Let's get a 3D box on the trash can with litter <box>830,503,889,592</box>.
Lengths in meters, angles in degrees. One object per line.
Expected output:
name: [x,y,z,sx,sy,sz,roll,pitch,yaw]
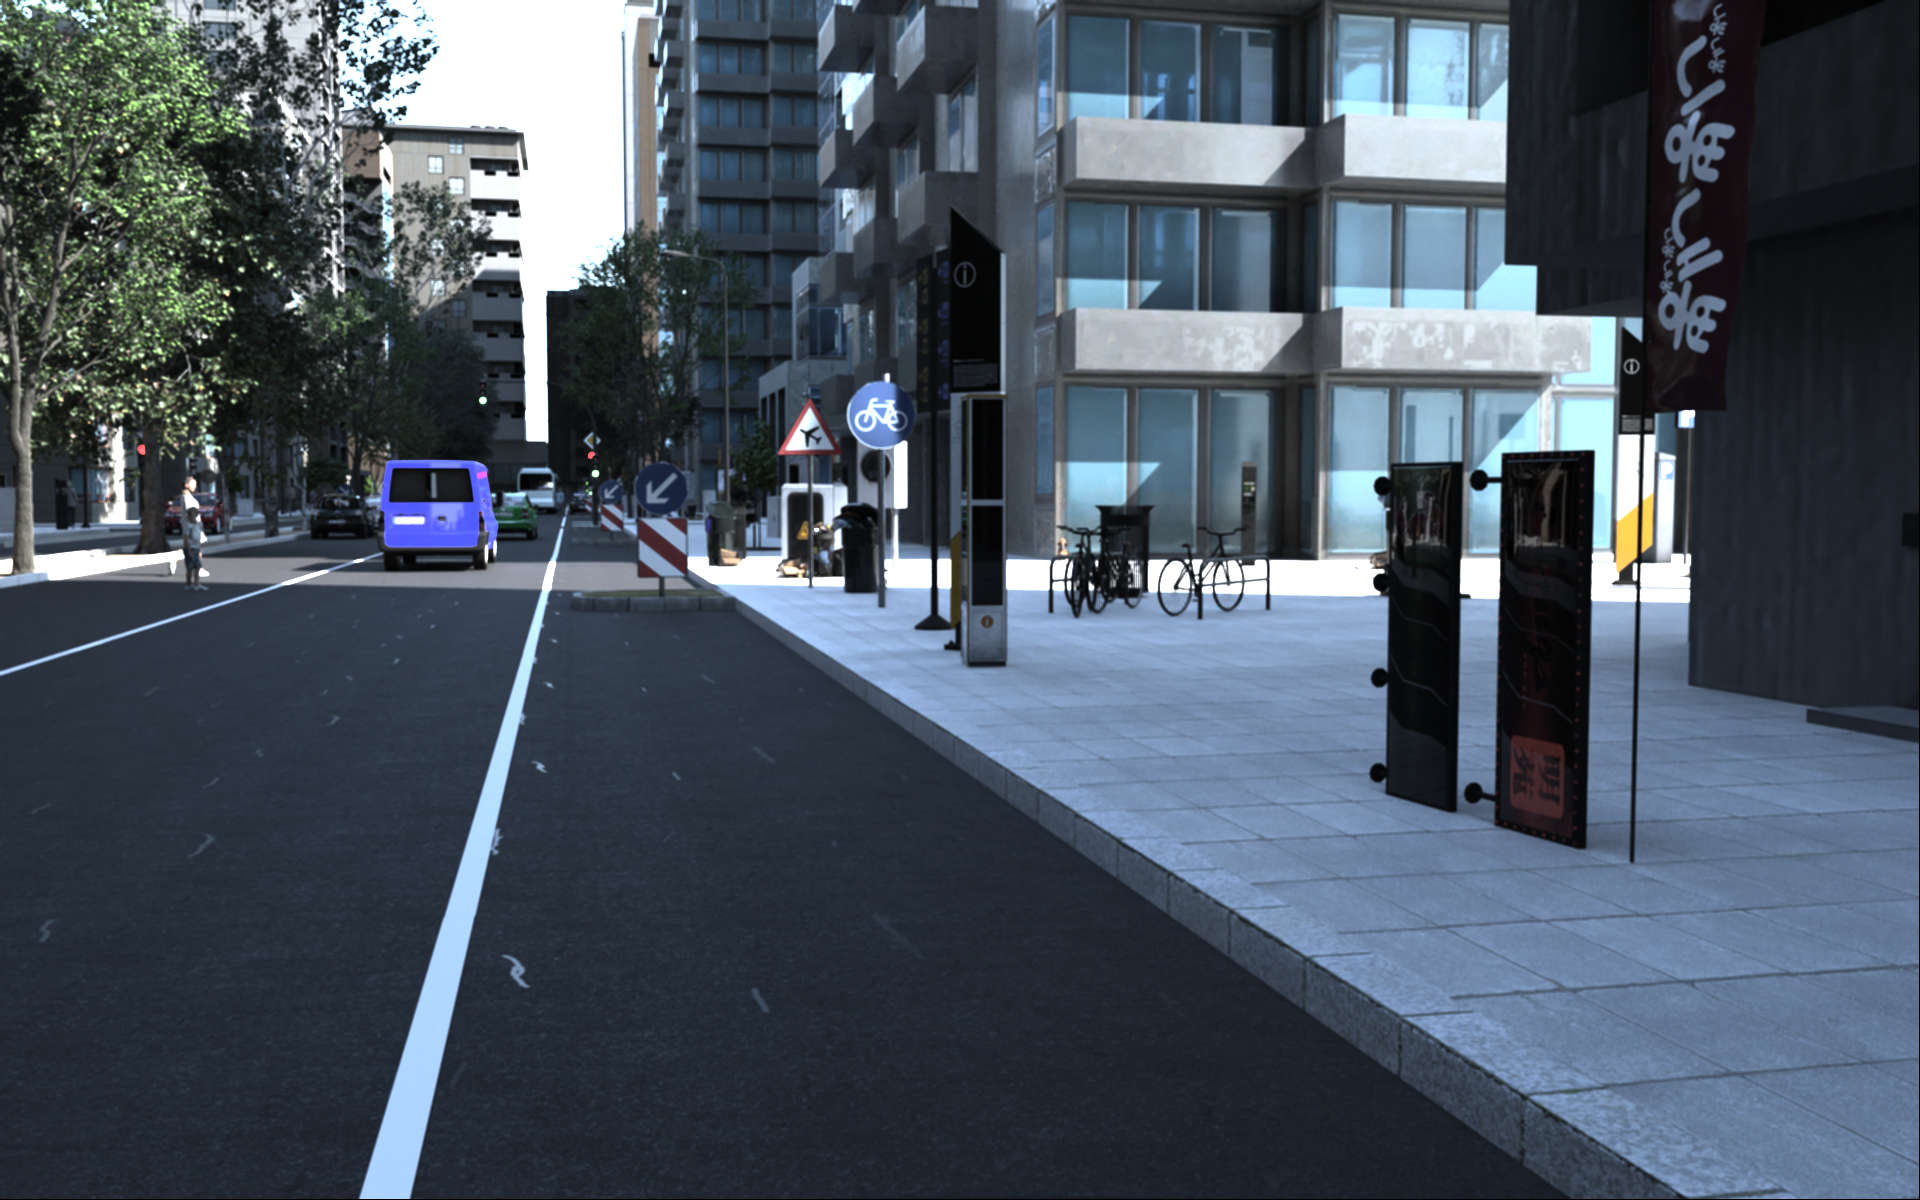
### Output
trash can with litter: [-1.295,-0.699,22.822,0.624,1.170,1.055,1,4,10]

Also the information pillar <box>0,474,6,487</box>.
information pillar: [-34.907,-3.577,62.982,0.304,2.012,0.304,1,4,17]

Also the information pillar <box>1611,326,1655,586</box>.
information pillar: [9.447,-2.012,24.247,0.504,3.616,0.183,0,4,5]

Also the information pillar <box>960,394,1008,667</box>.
information pillar: [0.177,-0.516,12.930,0.304,2.012,0.304,-1,4,-10]

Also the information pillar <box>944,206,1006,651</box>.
information pillar: [0.132,-1.392,14.108,0.504,3.616,0.183,2,4,31]

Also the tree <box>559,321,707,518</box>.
tree: [-17.301,-9.583,91.087,8.767,10.594,7.601,0,4,3]

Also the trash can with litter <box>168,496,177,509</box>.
trash can with litter: [-36.686,-4.234,80.607,0.624,1.170,1.055,-3,5,-43]

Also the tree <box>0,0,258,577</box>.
tree: [-16.148,-6.205,29.668,9.928,11.665,9.643,0,3,0]

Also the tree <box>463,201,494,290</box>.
tree: [-32.724,-14.548,96.214,12.611,20.169,13.585,0,3,0]

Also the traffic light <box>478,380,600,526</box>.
traffic light: [-16.842,-5.810,69.669,4.771,5.953,1.251,-1,4,-13]

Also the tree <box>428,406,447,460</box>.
tree: [-33.296,-9.333,105.413,4.737,8.622,4.395,0,3,0]

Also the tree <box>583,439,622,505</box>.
tree: [-41.427,-15.262,199.896,4.737,8.622,4.395,0,3,0]

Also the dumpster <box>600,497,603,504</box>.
dumpster: [-28.503,-8.462,140.842,1.502,2.255,1.985,-1,4,-13]

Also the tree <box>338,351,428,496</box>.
tree: [-29.501,-8.226,87.314,4.737,8.622,4.395,0,3,0]

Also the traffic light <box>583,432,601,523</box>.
traffic light: [-16.570,-5.452,78.056,0.839,4.253,0.868,-1,4,-13]

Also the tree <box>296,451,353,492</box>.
tree: [-50.331,-9.474,138.620,4.285,4.588,4.351,0,3,0]

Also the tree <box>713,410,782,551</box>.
tree: [-4.566,-2.765,39.801,1.663,3.219,1.824,0,3,0]

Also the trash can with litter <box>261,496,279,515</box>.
trash can with litter: [-42.135,-5.769,105.709,1.055,1.170,0.624,0,4,-5]

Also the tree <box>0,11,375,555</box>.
tree: [-19.061,-7.411,40.630,9.611,12.733,9.660,0,3,0]

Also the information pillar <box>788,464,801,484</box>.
information pillar: [-4.004,-2.286,41.875,0.304,2.012,0.304,0,4,-4]

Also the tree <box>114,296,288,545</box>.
tree: [-20.370,-5.815,47.902,4.737,8.622,4.395,0,3,0]

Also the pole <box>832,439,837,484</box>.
pole: [-4.666,-4.319,64.458,0.158,3.312,0.155,0,3,0]

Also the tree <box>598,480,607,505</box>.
tree: [-46.430,-13.989,223.313,1.663,3.219,1.824,0,3,0]

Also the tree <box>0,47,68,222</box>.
tree: [-14.212,-5.031,19.126,8.767,10.594,7.601,-1,4,-13]

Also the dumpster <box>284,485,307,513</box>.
dumpster: [-44.900,-6.804,117.011,1.264,1.857,1.865,-1,4,-13]

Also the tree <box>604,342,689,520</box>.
tree: [-15.456,-8.144,83.513,4.360,8.622,3.978,0,3,0]

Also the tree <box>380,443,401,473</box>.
tree: [-62.331,-14.780,192.006,4.360,8.622,3.978,0,3,0]

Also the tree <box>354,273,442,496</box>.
tree: [-27.855,-9.283,79.988,9.928,11.665,9.643,0,3,0]

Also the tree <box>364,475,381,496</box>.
tree: [-55.729,-10.315,163.245,1.663,3.219,1.824,0,3,0]

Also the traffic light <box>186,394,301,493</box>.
traffic light: [-30.998,-6.127,74.849,4.771,5.953,1.251,-1,4,-13]

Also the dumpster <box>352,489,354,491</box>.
dumpster: [-50.688,-8.386,142.872,1.264,1.857,1.865,-1,4,-13]

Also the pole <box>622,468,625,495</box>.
pole: [-25.861,-8.520,133.145,0.158,3.312,0.155,0,3,0]

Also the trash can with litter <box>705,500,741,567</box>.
trash can with litter: [-4.140,-1.187,30.801,0.624,1.170,1.055,-2,4,-26]

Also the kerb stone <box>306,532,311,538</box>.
kerb stone: [-21.435,-2.105,56.624,0.120,0.150,1.000,-1,4,-13]

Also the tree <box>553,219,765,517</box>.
tree: [-11.276,-8.483,64.446,9.928,11.665,9.643,0,3,0]

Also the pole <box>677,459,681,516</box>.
pole: [-16.481,-6.596,101.688,0.158,3.312,0.155,0,3,0]

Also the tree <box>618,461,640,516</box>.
tree: [-18.910,-6.463,100.277,1.663,3.219,1.824,0,3,0]

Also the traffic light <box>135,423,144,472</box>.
traffic light: [-31.270,-4.749,66.567,0.839,4.253,0.868,-1,4,-13]

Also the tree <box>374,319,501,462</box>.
tree: [-37.953,-13.275,126.164,9.857,13.997,8.962,0,3,0]

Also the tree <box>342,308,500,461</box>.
tree: [-35.310,-12.277,113.548,12.009,13.543,11.850,0,3,0]

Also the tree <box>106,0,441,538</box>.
tree: [-23.566,-12.077,55.810,12.611,20.169,13.585,0,3,0]

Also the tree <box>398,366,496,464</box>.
tree: [-40.502,-13.181,136.087,7.486,12.596,7.792,0,3,0]

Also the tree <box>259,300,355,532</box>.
tree: [-24.572,-6.844,64.719,4.360,8.622,3.978,0,3,0]

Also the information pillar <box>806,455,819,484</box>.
information pillar: [-5.264,-4.304,61.722,0.504,3.616,0.183,-2,4,-30]

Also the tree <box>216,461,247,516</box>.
tree: [-42.447,-6.499,100.854,1.663,3.219,1.824,0,3,0]

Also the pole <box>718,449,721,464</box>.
pole: [-10.868,-5.171,78.391,0.158,3.312,0.155,0,3,0]
